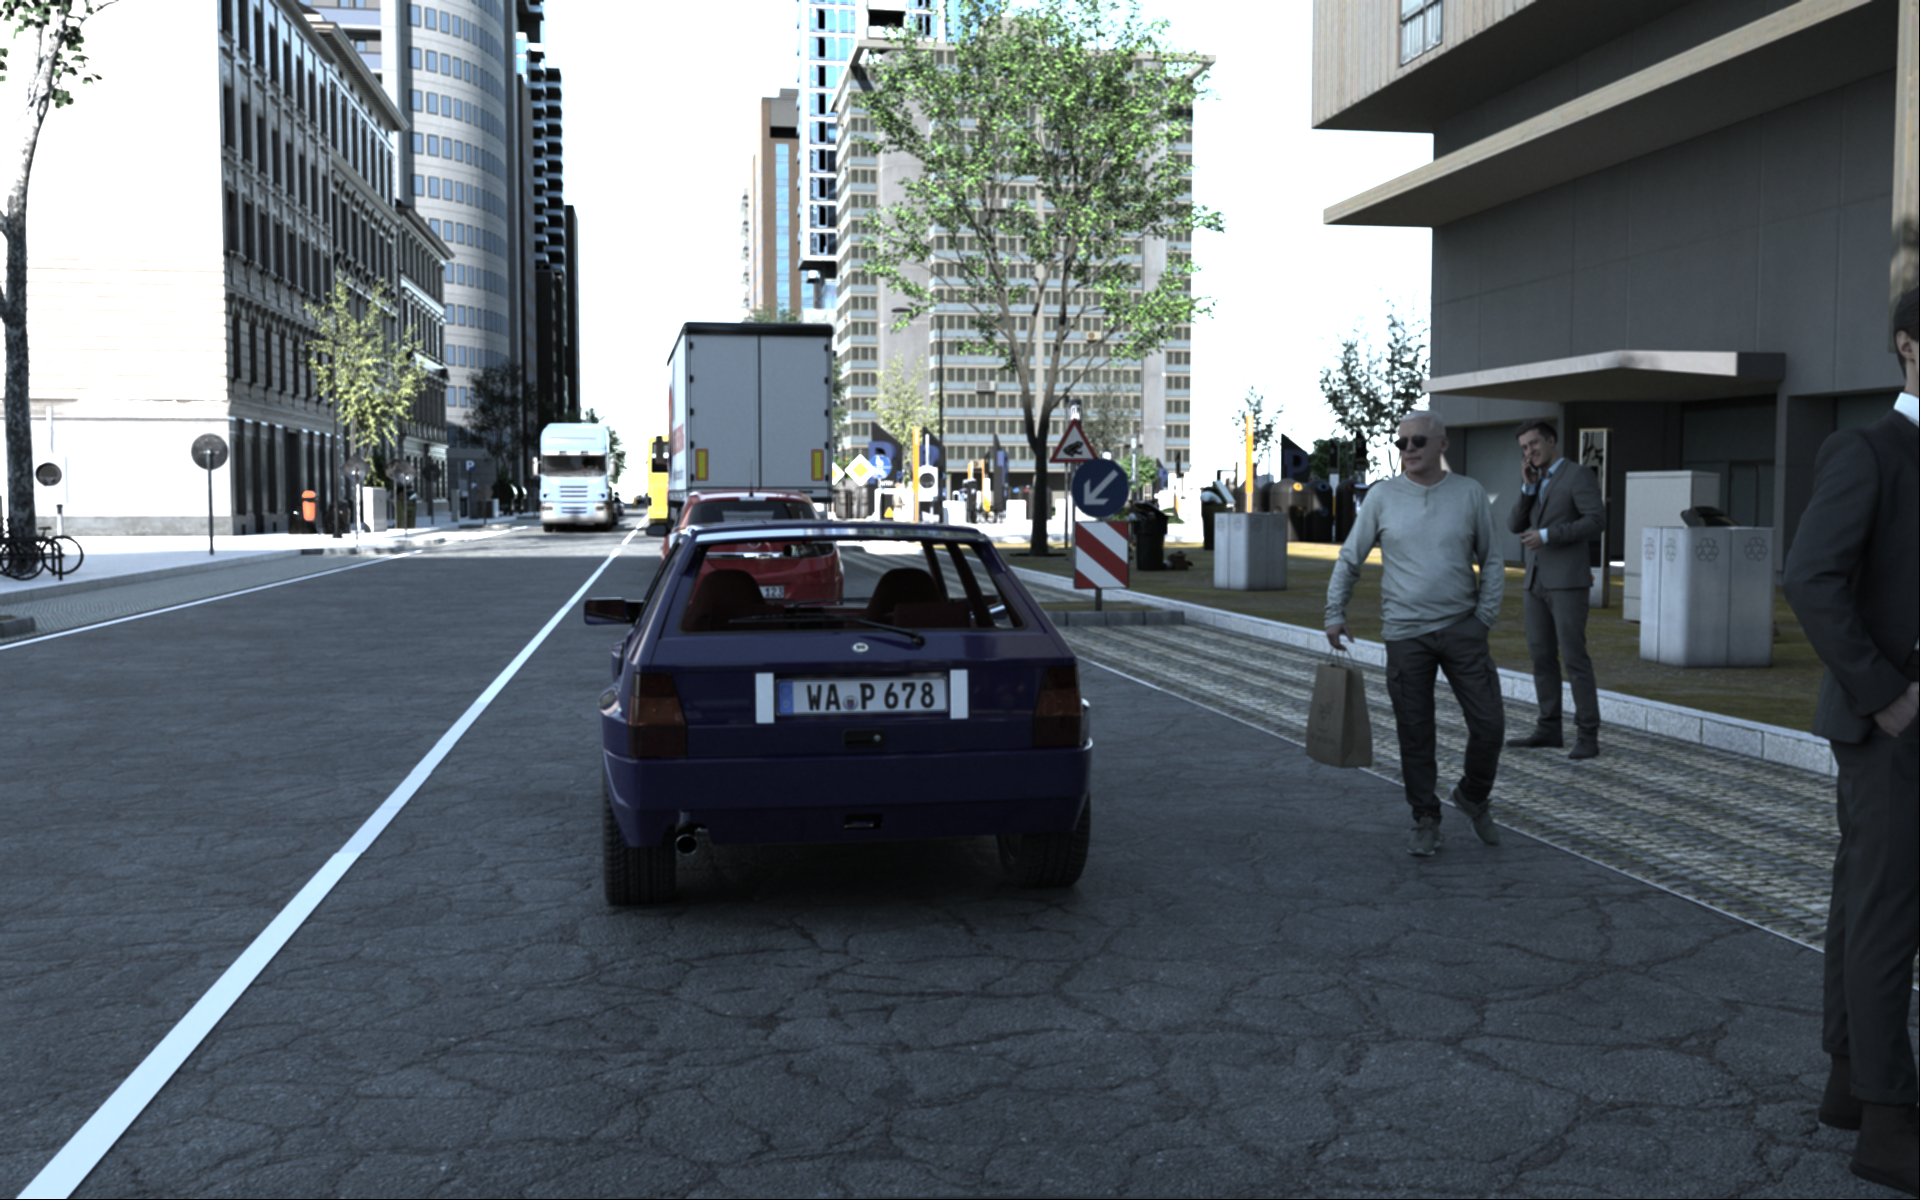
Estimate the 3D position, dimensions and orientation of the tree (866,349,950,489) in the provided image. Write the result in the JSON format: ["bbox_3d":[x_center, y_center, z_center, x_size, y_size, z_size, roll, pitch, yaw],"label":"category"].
[{"bbox_3d":[-2.736,-8.480,89.013,4.737,8.622,4.395,0,3,0],"label":"tree"}]

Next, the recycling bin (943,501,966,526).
[{"bbox_3d":[-0.253,-2.919,60.278,0.722,1.027,0.722,2,4,26],"label":"recycling bin"}]

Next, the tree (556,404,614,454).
[{"bbox_3d":[-43.337,-16.677,198.424,9.928,11.665,9.643,0,3,0],"label":"tree"}]

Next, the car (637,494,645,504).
[{"bbox_3d":[-44.029,-14.130,240.811,2.009,1.686,4.222,-1,4,-9],"label":"car"}]

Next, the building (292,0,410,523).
[{"bbox_3d":[-31.975,-15.266,78.483,11.050,23.489,19.941,-1,4,-10],"label":"building"}]

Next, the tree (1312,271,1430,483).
[{"bbox_3d":[14.414,-6.576,57.887,4.360,8.622,3.978,0,3,0],"label":"tree"}]

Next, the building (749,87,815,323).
[{"bbox_3d":[-15.396,-33.182,192.640,14.600,45.320,14.200,-1,4,-10],"label":"building"}]

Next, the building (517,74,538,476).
[{"bbox_3d":[-51.859,-32.443,180.556,14.600,45.320,14.200,-1,4,-10],"label":"building"}]

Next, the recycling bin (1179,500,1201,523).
[{"bbox_3d":[10.152,-3.909,76.472,0.722,1.027,0.722,3,5,42],"label":"recycling bin"}]

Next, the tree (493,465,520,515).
[{"bbox_3d":[-27.693,-6.736,104.742,1.663,3.219,1.824,0,3,0],"label":"tree"}]

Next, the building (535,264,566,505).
[{"bbox_3d":[-56.370,-27.058,214.098,14.160,30.474,14.107,-1,4,-10],"label":"building"}]

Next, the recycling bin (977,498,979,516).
[{"bbox_3d":[0.691,-5.566,103.556,0.722,1.027,0.722,2,4,33],"label":"recycling bin"}]

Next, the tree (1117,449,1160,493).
[{"bbox_3d":[12.764,-8.641,124.997,4.285,4.588,4.351,0,3,0],"label":"tree"}]

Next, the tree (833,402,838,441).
[{"bbox_3d":[-9.649,-9.448,104.843,4.360,8.622,3.978,0,3,0],"label":"tree"}]

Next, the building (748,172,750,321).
[{"bbox_3d":[-19.936,-35.066,223.441,14.600,45.320,14.200,-1,4,-10],"label":"building"}]

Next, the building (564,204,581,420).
[{"bbox_3d":[-64.138,-37.234,258.884,14.600,45.320,14.200,-1,4,-10],"label":"building"}]

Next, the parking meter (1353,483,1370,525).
[{"bbox_3d":[9.460,-1.982,40.811,0.372,1.533,0.369,0,3,0],"label":"parking meter"}]

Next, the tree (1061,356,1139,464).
[{"bbox_3d":[7.649,-8.639,91.613,4.360,8.622,3.978,0,3,0],"label":"tree"}]

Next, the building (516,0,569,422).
[{"bbox_3d":[-63.695,-56.401,234.826,22.319,86.520,31.000,-1,4,-10],"label":"building"}]

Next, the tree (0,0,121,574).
[{"bbox_3d":[-16.542,-10.527,28.007,12.611,20.169,13.585,0,3,0],"label":"tree"}]

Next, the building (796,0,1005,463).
[{"bbox_3d":[-7.237,-52.425,169.826,22.319,86.520,31.000,-1,4,-10],"label":"building"}]

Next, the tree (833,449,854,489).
[{"bbox_3d":[-4.840,-4.652,70.668,1.663,3.219,1.824,0,3,0],"label":"tree"}]

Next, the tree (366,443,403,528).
[{"bbox_3d":[-21.886,-4.339,65.551,1.663,3.219,1.824,0,3,0],"label":"tree"}]

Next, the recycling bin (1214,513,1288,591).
[{"bbox_3d":[3.904,-0.656,23.276,0.722,1.027,0.722,-2,4,-29],"label":"recycling bin"}]

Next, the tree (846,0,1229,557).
[{"bbox_3d":[1.569,-6.702,35.341,9.928,11.665,9.643,0,3,0],"label":"tree"}]

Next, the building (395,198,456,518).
[{"bbox_3d":[-35.444,-14.356,99.342,10.561,19.102,19.286,-1,4,-10],"label":"building"}]

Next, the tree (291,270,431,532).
[{"bbox_3d":[-19.960,-6.579,57.927,4.737,8.622,4.395,0,3,0],"label":"tree"}]

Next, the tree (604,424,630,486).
[{"bbox_3d":[-56.606,-22.039,278.462,7.486,12.596,7.792,0,3,0],"label":"tree"}]

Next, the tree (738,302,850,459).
[{"bbox_3d":[-11.455,-12.710,114.463,9.857,13.997,8.962,0,3,0],"label":"tree"}]

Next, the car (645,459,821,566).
[{"bbox_3d":[-2.279,-0.580,18.521,2.155,1.783,4.494,-1,4,-9],"label":"car"}]

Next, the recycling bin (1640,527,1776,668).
[{"bbox_3d":[5.642,-0.033,13.095,0.722,1.027,0.722,0,4,-3],"label":"recycling bin"}]

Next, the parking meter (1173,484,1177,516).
[{"bbox_3d":[12.602,-5.825,100.950,0.255,1.863,0.399,1,4,21],"label":"parking meter"}]

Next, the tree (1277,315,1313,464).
[{"bbox_3d":[15.129,-7.076,66.057,4.360,8.622,3.978,0,3,0],"label":"tree"}]

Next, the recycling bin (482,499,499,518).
[{"bbox_3d":[-24.967,-4.865,92.089,0.722,1.027,0.722,0,4,2],"label":"recycling bin"}]

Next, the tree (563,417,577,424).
[{"bbox_3d":[-37.815,-13.271,167.335,4.360,8.622,3.978,0,3,0],"label":"tree"}]

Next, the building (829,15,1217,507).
[{"bbox_3d":[2.499,-27.716,145.044,32.217,40.220,23.993,-1,4,-10],"label":"building"}]

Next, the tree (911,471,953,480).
[{"bbox_3d":[-1.431,-5.043,77.053,1.663,3.219,1.824,0,3,0],"label":"tree"}]

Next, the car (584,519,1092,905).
[{"bbox_3d":[-0.648,0.311,7.498,1.945,1.354,3.894,-1,4,-10],"label":"car"}]

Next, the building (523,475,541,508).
[{"bbox_3d":[-56.220,-28.671,160.650,32.217,40.220,23.993,-1,4,-10],"label":"building"}]

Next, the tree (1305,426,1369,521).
[{"bbox_3d":[18.140,-6.139,84.094,4.285,4.588,4.351,0,3,0],"label":"tree"}]

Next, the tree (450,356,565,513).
[{"bbox_3d":[-30.210,-11.111,116.085,8.767,10.594,7.601,1,4,14],"label":"tree"}]

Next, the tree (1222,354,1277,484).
[{"bbox_3d":[15.687,-8.653,91.836,4.360,8.622,3.978,0,3,0],"label":"tree"}]

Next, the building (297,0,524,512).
[{"bbox_3d":[-46.310,-36.255,134.772,21.231,58.520,28.212,-1,4,-10],"label":"building"}]

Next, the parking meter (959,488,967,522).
[{"bbox_3d":[0.135,-4.270,78.231,0.372,1.533,0.369,0,3,0],"label":"parking meter"}]

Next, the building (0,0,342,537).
[{"bbox_3d":[-28.077,-12.878,59.710,9.793,20.994,18.267,-1,4,-10],"label":"building"}]

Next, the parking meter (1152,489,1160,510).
[{"bbox_3d":[9.244,-4.486,81.762,0.372,1.533,0.369,0,3,0],"label":"parking meter"}]

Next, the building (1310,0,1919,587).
[{"bbox_3d":[22.443,-26.557,23.441,28.713,52.752,27.495,-1,4,-10],"label":"building"}]

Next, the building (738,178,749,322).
[{"bbox_3d":[-19.917,-38.329,246.287,23.786,49.044,30.456,-1,4,-10],"label":"building"}]

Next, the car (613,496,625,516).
[{"bbox_3d":[-22.700,-6.092,112.184,1.945,1.354,3.894,-1,4,-9],"label":"car"}]

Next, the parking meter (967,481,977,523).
[{"bbox_3d":[0.543,-4.381,77.341,0.399,1.863,0.255,-2,4,-31],"label":"parking meter"}]
